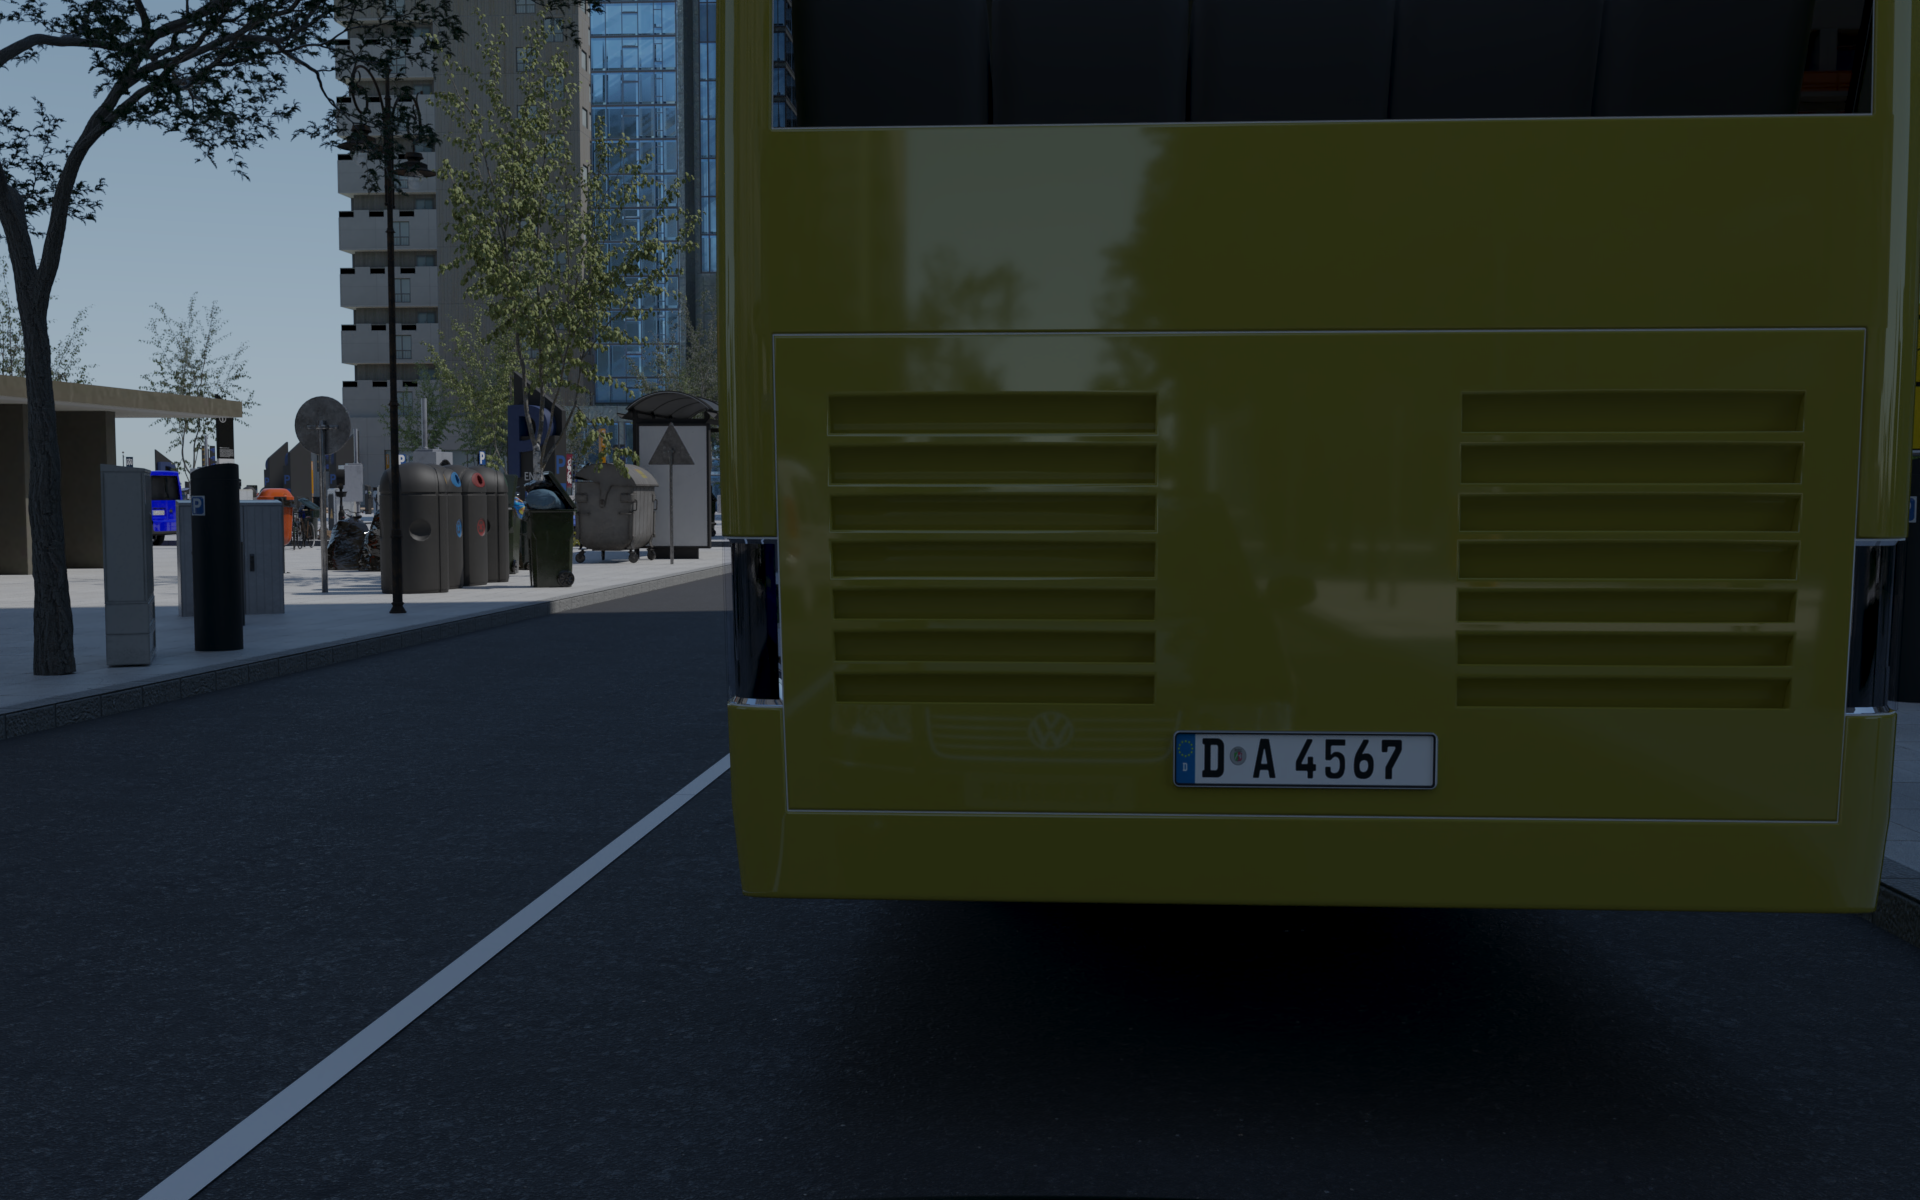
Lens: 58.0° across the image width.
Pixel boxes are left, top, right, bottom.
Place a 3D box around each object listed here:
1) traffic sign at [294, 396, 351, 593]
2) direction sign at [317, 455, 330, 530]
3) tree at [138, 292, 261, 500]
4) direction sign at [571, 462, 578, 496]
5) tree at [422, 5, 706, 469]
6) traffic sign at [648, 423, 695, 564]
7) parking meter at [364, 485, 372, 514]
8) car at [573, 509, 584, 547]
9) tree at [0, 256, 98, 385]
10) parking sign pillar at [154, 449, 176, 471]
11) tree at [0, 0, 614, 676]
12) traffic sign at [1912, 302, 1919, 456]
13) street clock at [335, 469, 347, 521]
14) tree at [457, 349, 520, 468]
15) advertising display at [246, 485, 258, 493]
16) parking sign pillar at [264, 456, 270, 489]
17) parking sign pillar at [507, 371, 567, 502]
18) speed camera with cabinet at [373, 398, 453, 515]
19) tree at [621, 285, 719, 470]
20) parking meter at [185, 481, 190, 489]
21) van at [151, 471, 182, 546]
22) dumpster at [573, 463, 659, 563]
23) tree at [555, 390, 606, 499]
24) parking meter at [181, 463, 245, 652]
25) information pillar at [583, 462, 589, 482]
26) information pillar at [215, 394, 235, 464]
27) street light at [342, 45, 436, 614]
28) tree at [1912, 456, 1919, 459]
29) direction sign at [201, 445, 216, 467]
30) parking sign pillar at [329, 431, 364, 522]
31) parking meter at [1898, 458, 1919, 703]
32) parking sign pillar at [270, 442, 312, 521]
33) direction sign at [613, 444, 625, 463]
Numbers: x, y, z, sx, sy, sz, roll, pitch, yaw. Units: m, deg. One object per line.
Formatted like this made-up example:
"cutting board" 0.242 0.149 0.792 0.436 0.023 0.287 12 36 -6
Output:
"traffic sign" -8.277 -1.369 22.497 0.768 2.556 0.104 0 4 6
"direction sign" -22.204 -4.185 60.428 0.876 3.537 0.379 3 5 43
"tree" -28.273 -6.943 63.885 4.360 8.622 3.978 0 3 0
"direction sign" -27.514 -7.990 122.633 0.876 3.537 0.379 -1 4 -17
"tree" -6.350 -4.661 26.563 4.737 8.622 4.395 0 3 0
"traffic sign" -5.258 -1.929 31.546 0.884 2.594 0.081 1 4 11
"parking meter" -37.282 -6.323 109.095 0.399 1.863 0.255 2 4 32
"car" -10.544 -2.086 43.705 3.694 1.707 1.945 0 4 2
"tree" -28.576 -6.250 52.543 4.360 8.622 3.978 0 3 0
"parking sign pillar" -47.911 -7.106 104.652 1.447 3.967 1.447 2 4 31
"tree" -6.474 -4.769 12.382 8.767 10.594 7.601 0 4 -7
"traffic sign" 6.081 -1.078 11.495 2.265 3.308 0.079 0 4 5
"street clock" -17.938 -2.791 50.210 0.358 2.002 0.471 -1 4 -18
"tree" -23.198 -8.326 86.497 4.360 8.622 3.978 0 3 0
"advertising display" -49.859 -7.143 122.002 0.123 1.923 0.974 1 4 21
"parking sign pillar" -34.995 -6.129 88.681 1.447 3.967 1.447 2 4 24
"parking sign pillar" -9.229 -3.015 37.763 1.447 3.967 1.447 2 4 25
"speed camera with cabinet" -11.030 -2.494 35.121 0.660 3.252 2.038 1 4 13
"tree" -9.291 -6.733 60.448 4.360 8.622 3.978 0 3 0
"parking meter" -35.048 -4.474 78.863 0.255 1.863 0.399 3 5 44
"van" -23.308 -2.517 45.536 5.245 2.365 2.240 0 4 3
"dumpster" -6.521 -1.653 32.778 1.264 1.857 1.865 0 4 4
"tree" -26.137 -10.216 117.393 4.360 8.622 3.978 0 3 0
"parking meter" -6.110 -0.356 14.239 0.372 1.533 0.369 0 3 0
"information pillar" -26.892 -8.153 124.659 0.504 3.616 0.183 -2 4 -27
"information pillar" -17.272 -3.020 40.724 0.183 3.616 0.504 1 4 22
"street light" -6.060 -2.795 18.492 0.468 5.910 1.993 0 4 4
"tree" 15.902 -2.743 28.562 4.285 4.588 4.351 0 3 0
"direction sign" -35.013 -5.429 80.767 0.379 3.537 0.876 1 4 17
"parking sign pillar" -26.091 -5.197 73.440 1.447 3.967 1.447 2 4 27
"parking meter" 5.940 -0.143 10.746 0.372 1.533 0.369 0 3 0
"parking sign pillar" -29.342 -5.397 76.719 1.447 3.967 1.447 1 4 21
"direction sign" -15.540 -5.323 79.030 0.876 3.537 0.379 3 5 43
